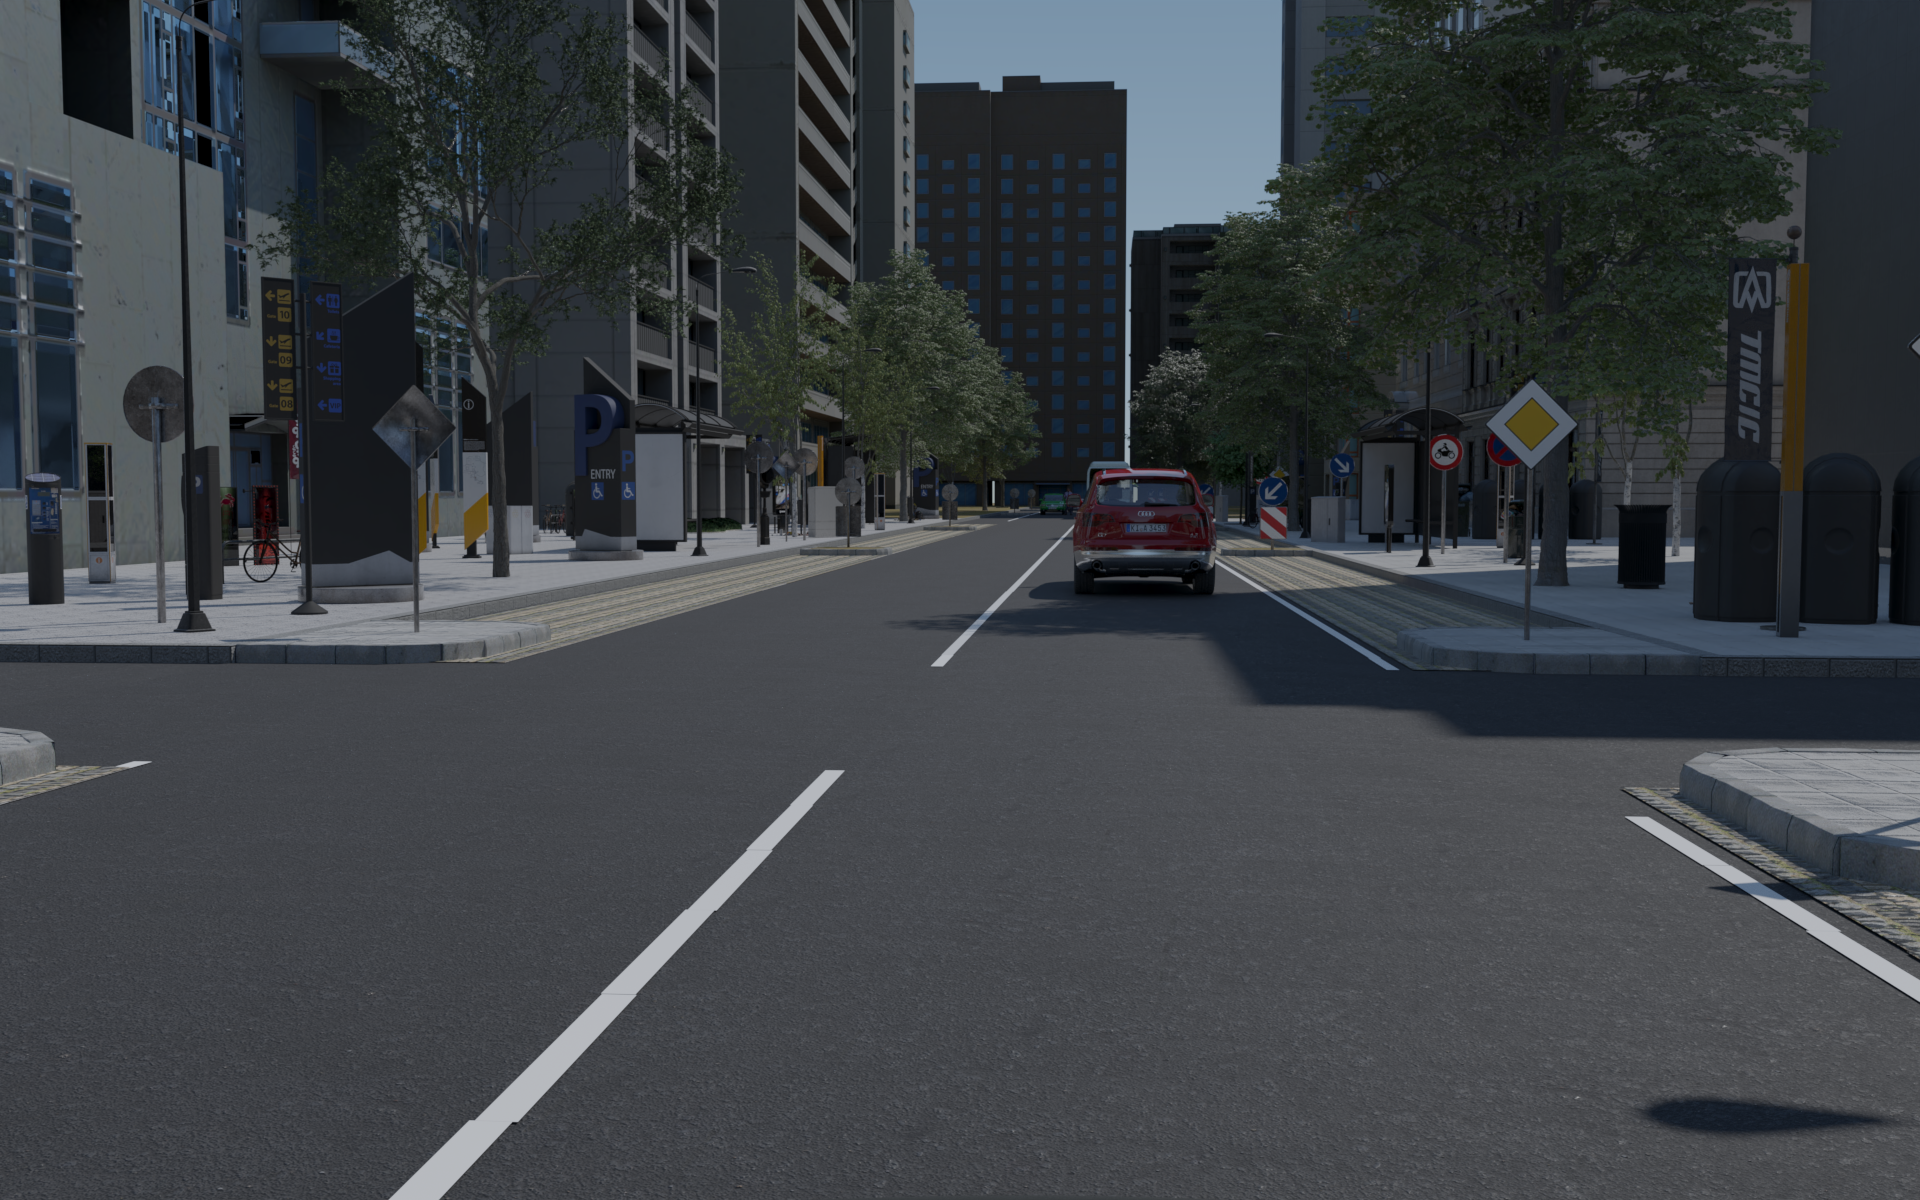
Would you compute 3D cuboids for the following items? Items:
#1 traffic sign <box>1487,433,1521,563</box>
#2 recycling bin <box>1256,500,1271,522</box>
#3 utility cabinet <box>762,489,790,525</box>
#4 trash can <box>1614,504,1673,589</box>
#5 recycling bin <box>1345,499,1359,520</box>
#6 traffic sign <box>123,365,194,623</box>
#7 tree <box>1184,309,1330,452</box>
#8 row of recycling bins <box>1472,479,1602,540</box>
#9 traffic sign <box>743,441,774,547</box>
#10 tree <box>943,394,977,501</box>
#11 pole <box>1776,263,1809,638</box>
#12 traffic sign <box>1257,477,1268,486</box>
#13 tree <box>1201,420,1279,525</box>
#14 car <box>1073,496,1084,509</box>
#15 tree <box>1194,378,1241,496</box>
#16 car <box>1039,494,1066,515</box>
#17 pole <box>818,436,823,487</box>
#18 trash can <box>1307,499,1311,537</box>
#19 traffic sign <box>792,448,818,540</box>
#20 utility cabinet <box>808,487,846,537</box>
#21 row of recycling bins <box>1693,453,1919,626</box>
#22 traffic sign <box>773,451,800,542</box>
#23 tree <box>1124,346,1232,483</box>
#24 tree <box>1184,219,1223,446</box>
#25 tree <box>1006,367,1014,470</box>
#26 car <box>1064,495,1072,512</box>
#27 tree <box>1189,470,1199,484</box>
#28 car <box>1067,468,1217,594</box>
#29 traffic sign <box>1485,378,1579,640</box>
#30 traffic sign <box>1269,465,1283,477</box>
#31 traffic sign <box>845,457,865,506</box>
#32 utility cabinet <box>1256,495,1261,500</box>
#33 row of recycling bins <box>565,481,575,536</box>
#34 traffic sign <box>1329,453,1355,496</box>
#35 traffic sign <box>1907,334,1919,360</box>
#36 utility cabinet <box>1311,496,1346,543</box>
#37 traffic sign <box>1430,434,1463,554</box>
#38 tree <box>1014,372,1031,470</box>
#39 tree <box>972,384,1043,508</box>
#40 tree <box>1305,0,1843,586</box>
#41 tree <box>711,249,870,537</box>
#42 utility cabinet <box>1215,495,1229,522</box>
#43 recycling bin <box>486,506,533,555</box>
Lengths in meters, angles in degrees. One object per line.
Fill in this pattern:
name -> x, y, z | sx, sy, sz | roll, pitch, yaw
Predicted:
traffic sign -> 10.163, -1.963, 32.195 | 0.768, 2.556, 0.104 | 0, 4, 8
recycling bin -> 13.696, -4.053, 78.814 | 0.722, 1.027, 0.722 | -1, 4, -19
utility cabinet -> -7.617, -3.855, 71.704 | 1.173, 1.500, 0.318 | 1, 4, 21
trash can -> 9.263, -0.726, 23.519 | 0.748, 1.137, 0.748 | 0, 3, 0
recycling bin -> 19.261, -4.430, 84.977 | 0.722, 1.027, 0.722 | -1, 4, -20
traffic sign -> -7.950, -1.044, 17.174 | 0.768, 2.556, 0.104 | 1, 4, 9
tree -> 13.955, -8.971, 81.094 | 7.601, 10.594, 8.767 | 1, 4, 13
row of recycling bins -> 16.356, -2.565, 49.057 | 3.534, 1.692, 1.069 | 0, 4, 4
traffic sign -> -4.887, -2.558, 41.925 | 0.768, 2.556, 0.104 | 1, 4, 14
tree -> -0.668, -9.512, 105.879 | 4.737, 8.622, 4.395 | 0, 3, 0
pole -> 7.426, -1.321, 15.449 | 0.158, 3.312, 0.155 | 0, 3, 0
traffic sign -> 15.504, -5.464, 89.444 | 0.768, 2.556, 0.104 | 0, 4, 7
tree -> 11.812, -5.473, 73.193 | 4.285, 4.588, 4.351 | 0, 3, 0
car -> 10.002, -8.657, 153.899 | 2.083, 1.381, 4.827 | 0, 4, 6
tree -> 15.591, -9.310, 102.576 | 4.360, 8.622, 3.978 | 0, 3, 0
car -> 6.491, -6.791, 119.831 | 1.959, 1.807, 4.718 | 0, 4, 6
pole -> -4.894, -4.094, 60.783 | 0.158, 3.312, 0.155 | 0, 3, 0
trash can -> 10.570, -2.432, 51.419 | 0.748, 1.137, 0.748 | 0, 3, 0
traffic sign -> -4.301, -2.918, 47.814 | 0.768, 2.556, 0.104 | 1, 4, 10
utility cabinet -> -3.969, -2.593, 51.078 | 0.318, 1.500, 1.173 | 3, 5, 40
row of recycling bins -> 9.244, -0.620, 17.253 | 3.534, 1.692, 1.069 | 1, 4, 14
traffic sign -> -4.667, -2.774, 46.538 | 0.795, 2.450, 0.064 | 1, 4, 13
tree -> 19.036, -14.892, 150.146 | 9.857, 13.997, 8.962 | 0, 3, 0
tree -> 11.392, -8.630, 59.223 | 7.486, 12.596, 7.792 | 0, 3, 0
tree -> -1.288, -10.805, 94.796 | 7.486, 12.596, 7.792 | 0, 3, 0
car -> 8.347, -7.958, 142.685 | 1.945, 1.354, 3.894 | 0, 4, 6
tree -> 17.939, -8.595, 135.123 | 1.663, 3.219, 1.824 | 0, 3, 0
car -> 2.753, -1.081, 26.352 | 2.281, 1.827, 5.304 | 0, 4, 4
traffic sign -> 4.973, -0.703, 15.141 | 0.795, 2.450, 0.064 | 0, 4, 5
traffic sign -> 12.554, -4.095, 68.138 | 0.795, 2.450, 0.064 | 0, 4, 7
traffic sign -> -3.610, -3.590, 58.806 | 0.768, 2.556, 0.104 | 0, 4, 7
utility cabinet -> 14.852, -4.478, 84.372 | 1.020, 1.237, 0.306 | 1, 4, 9
row of recycling bins -> -10.491, -2.778, 52.528 | 3.534, 1.692, 1.069 | 2, 4, 25
traffic sign -> 11.884, -3.292, 53.925 | 0.768, 2.556, 0.104 | 1, 4, 13
traffic sign -> 4.306, -0.217, 7.184 | 0.795, 2.450, 0.064 | 0, 4, 5
utility cabinet -> 9.776, -2.132, 46.017 | 0.306, 1.237, 1.020 | -2, 4, -32
traffic sign -> 10.302, -2.249, 36.884 | 0.768, 2.556, 0.104 | 0, 4, 5
tree -> 1.834, -13.191, 133.800 | 7.486, 12.596, 7.792 | 0, 3, 0
tree -> 3.927, -14.485, 162.579 | 9.928, 11.665, 9.643 | 0, 3, 0
tree -> 8.214, -6.495, 24.327 | 7.486, 12.596, 7.792 | 0, 3, 0
tree -> -5.156, -6.174, 51.314 | 4.737, 8.622, 4.395 | 0, 3, 0
utility cabinet -> 12.145, -4.234, 80.383 | 0.306, 1.237, 1.020 | -1, 4, -10
recycling bin -> -9.644, -1.500, 37.073 | 0.722, 1.027, 0.722 | 2, 4, 32
